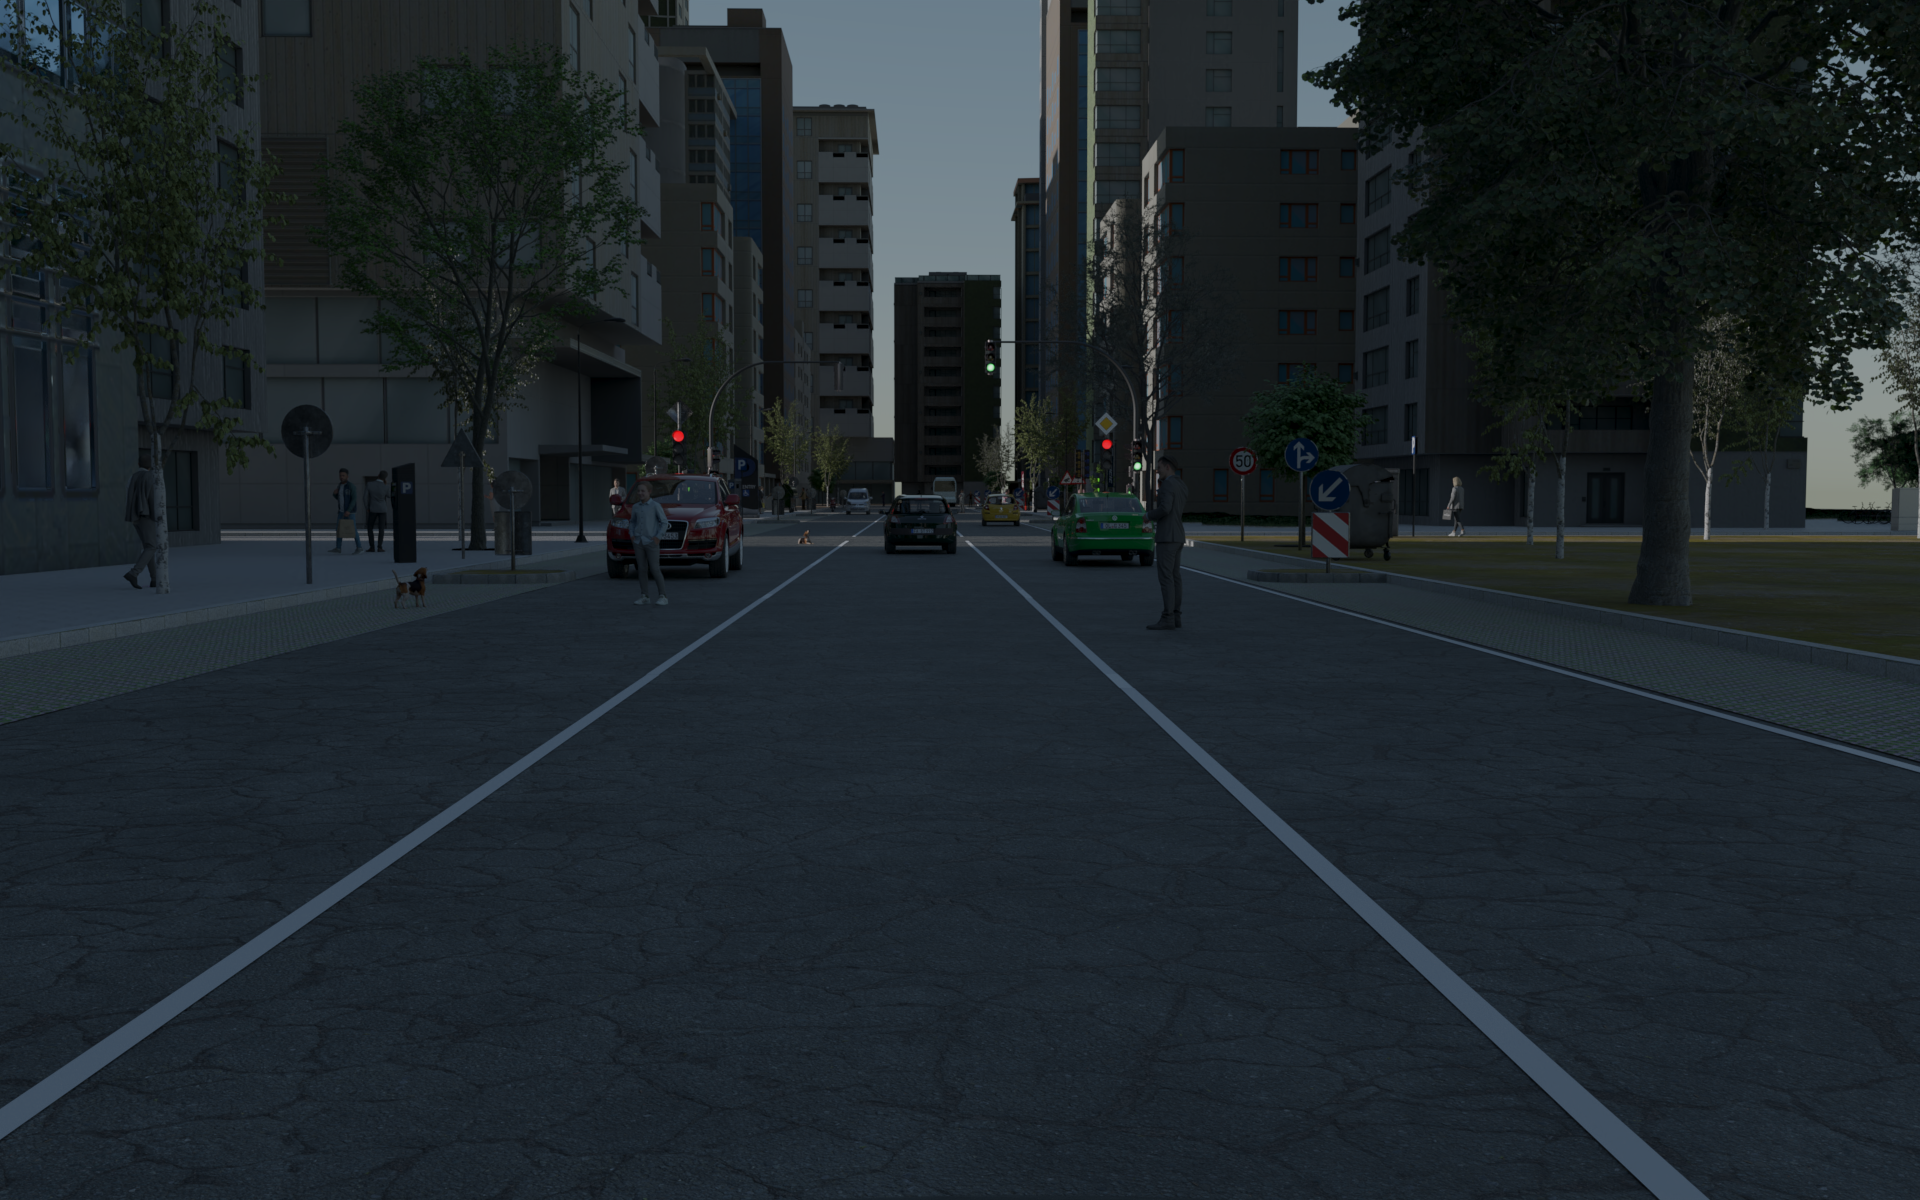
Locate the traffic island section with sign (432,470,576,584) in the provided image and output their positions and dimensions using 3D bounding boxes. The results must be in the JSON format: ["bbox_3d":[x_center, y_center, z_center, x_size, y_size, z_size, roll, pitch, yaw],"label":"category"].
[{"bbox_3d":[-7.384,-1.206,28.341,1.989,1.847,2.006,0,4,-1],"label":"traffic island section with sign"}]

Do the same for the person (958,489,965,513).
[{"bbox_3d":[0.107,-7.455,130.576,0.511,1.800,0.466,2,4,35],"label":"person"}]

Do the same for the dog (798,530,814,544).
[{"bbox_3d":[-4.393,-1.810,49.781,0.550,0.427,0.748,0,4,7],"label":"dog"}]

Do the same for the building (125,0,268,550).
[{"bbox_3d":[-24.892,-16.428,40.306,14.107,30.474,14.160,0,4,-1],"label":"building"}]

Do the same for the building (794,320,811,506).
[{"bbox_3d":[-31.962,-21.313,193.502,28.899,21.520,27.650,0,4,-1],"label":"building"}]

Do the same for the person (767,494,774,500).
[{"bbox_3d":[-14.596,-8.000,136.849,1.348,1.823,0.705,0,4,-7],"label":"person"}]

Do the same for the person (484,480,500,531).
[{"bbox_3d":[-16.284,-3.311,60.530,0.532,1.782,0.716,1,4,21],"label":"person"}]

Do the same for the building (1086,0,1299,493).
[{"bbox_3d":[16.019,-27.008,125.177,14.154,41.232,14.086,0,4,-1],"label":"building"}]

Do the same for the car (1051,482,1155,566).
[{"bbox_3d":[2.912,-1.654,35.847,1.959,1.807,4.718,0,4,-2],"label":"car"}]

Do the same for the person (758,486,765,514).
[{"bbox_3d":[-13.112,-6.346,110.016,1.509,1.804,0.699,-2,4,-26],"label":"person"}]

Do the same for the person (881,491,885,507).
[{"bbox_3d":[-8.894,-11.625,199.009,0.568,1.767,0.683,0,4,-2],"label":"person"}]

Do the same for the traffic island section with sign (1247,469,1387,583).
[{"bbox_3d":[5.832,-1.226,28.669,1.989,1.847,2.006,0,4,-1],"label":"traffic island section with sign"}]

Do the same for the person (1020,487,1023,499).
[{"bbox_3d":[4.994,-8.301,141.744,0.705,1.826,1.348,1,4,9],"label":"person"}]

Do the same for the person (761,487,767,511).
[{"bbox_3d":[-14.957,-7.666,131.161,0.755,1.850,0.659,2,4,27],"label":"person"}]

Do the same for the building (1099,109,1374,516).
[{"bbox_3d":[23.113,-15.381,96.513,27.650,21.520,28.899,0,4,-1],"label":"building"}]

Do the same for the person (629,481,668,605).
[{"bbox_3d":[-4.068,-0.744,22.473,0.589,1.601,0.330,2,4,29],"label":"person"}]

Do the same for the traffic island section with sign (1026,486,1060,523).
[{"bbox_3d":[4.394,-4.653,84.712,1.989,1.847,2.006,0,4,-1],"label":"traffic island section with sign"}]

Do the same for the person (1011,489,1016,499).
[{"bbox_3d":[5.093,-9.682,165.060,1.217,1.735,0.721,1,4,10],"label":"person"}]

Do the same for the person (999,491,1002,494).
[{"bbox_3d":[4.216,-10.482,178.893,0.415,1.643,0.593,1,4,16],"label":"person"}]

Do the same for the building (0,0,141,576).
[{"bbox_3d":[-23.962,-42.885,13.834,22.319,86.520,31.000,0,4,-1],"label":"building"}]

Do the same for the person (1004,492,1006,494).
[{"bbox_3d":[5.022,-11.044,186.486,0.709,1.838,0.599,-1,4,-10],"label":"person"}]

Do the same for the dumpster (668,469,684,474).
[{"bbox_3d":[-10.773,-3.885,66.008,1.502,2.255,1.985,0,4,-1],"label":"dumpster"}]

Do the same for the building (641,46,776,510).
[{"bbox_3d":[-32.170,-27.734,145.334,32.217,40.220,23.993,0,4,-1],"label":"building"}]

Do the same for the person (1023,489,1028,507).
[{"bbox_3d":[6.722,-10.476,177.282,0.705,1.831,1.348,-1,4,-23],"label":"person"}]

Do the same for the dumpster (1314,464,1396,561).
[{"bbox_3d":[7.719,-1.721,33.902,1.264,1.857,1.865,0,4,-1],"label":"dumpster"}]

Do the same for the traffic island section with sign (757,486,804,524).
[{"bbox_3d":[-8.819,-4.637,84.435,1.989,1.847,2.006,0,4,-1],"label":"traffic island section with sign"}]

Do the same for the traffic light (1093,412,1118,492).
[{"bbox_3d":[4.997,-4.319,59.536,0.839,4.253,0.868,0,4,-1],"label":"traffic light"}]

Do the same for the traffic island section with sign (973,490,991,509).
[{"bbox_3d":[2.437,-9.342,161.372,1.989,1.847,2.006,0,4,-1],"label":"traffic island section with sign"}]

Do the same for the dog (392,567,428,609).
[{"bbox_3d":[-6.886,-0.147,21.699,0.406,0.507,0.540,-1,4,-15],"label":"dog"}]

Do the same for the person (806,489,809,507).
[{"bbox_3d":[-14.832,-9.889,167.821,0.705,1.812,1.348,-1,4,-8],"label":"person"}]

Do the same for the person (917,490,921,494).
[{"bbox_3d":[-3.638,-8.961,155.031,1.348,1.822,0.705,0,4,1],"label":"person"}]

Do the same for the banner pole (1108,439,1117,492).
[{"bbox_3d":[6.910,-5.408,78.442,0.401,3.779,0.863,3,5,39],"label":"banner pole"}]

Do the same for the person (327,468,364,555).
[{"bbox_3d":[-12.875,-1.855,36.357,0.713,1.824,0.794,-3,5,-41],"label":"person"}]

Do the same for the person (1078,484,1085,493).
[{"bbox_3d":[6.350,-5.082,89.141,0.555,1.821,0.388,3,5,40],"label":"person"}]

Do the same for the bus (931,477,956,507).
[{"bbox_3d":[-1.807,-12.364,197.005,2.948,3.499,13.247,0,4,-1],"label":"bus"}]

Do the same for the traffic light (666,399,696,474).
[{"bbox_3d":[-8.255,-3.809,51.194,0.839,4.253,0.868,0,4,-1],"label":"traffic light"}]

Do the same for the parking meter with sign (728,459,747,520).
[{"bbox_3d":[-11.208,-5.486,85.959,0.543,3.016,1.738,1,4,21],"label":"parking meter with sign"}]

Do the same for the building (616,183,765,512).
[{"bbox_3d":[-27.691,-16.250,110.721,27.650,21.520,28.899,0,4,-1],"label":"building"}]

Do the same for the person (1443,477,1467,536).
[{"bbox_3d":[15.077,-2.839,52.641,0.709,1.800,0.728,-2,4,-35],"label":"person"}]

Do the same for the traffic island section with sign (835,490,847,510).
[{"bbox_3d":[-10.784,-9.322,161.044,1.989,1.847,2.006,0,4,-1],"label":"traffic island section with sign"}]

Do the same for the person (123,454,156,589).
[{"bbox_3d":[-11.066,-1.066,23.577,0.679,1.850,0.850,1,4,20],"label":"person"}]

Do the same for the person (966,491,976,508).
[{"bbox_3d":[1.144,-10.670,183.475,1.217,1.766,0.721,-1,4,-9],"label":"person"}]

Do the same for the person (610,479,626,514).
[{"bbox_3d":[-11.660,-3.219,58.877,0.606,1.804,0.583,0,4,6],"label":"person"}]

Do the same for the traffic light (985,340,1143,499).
[{"bbox_3d":[3.112,-4.691,51.359,4.771,5.953,1.251,0,4,-1],"label":"traffic light"}]

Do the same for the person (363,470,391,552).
[{"bbox_3d":[-12.895,-1.963,38.324,0.592,1.802,0.473,0,4,-3],"label":"person"}]

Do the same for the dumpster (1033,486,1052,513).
[{"bbox_3d":[5.709,-6.962,119.592,1.264,1.857,1.865,0,4,-1],"label":"dumpster"}]

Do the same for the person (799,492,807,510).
[{"bbox_3d":[-12.796,-8.294,142.372,0.721,1.735,1.217,3,5,42],"label":"person"}]

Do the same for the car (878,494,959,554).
[{"bbox_3d":[-1.008,-2.021,42.835,2.009,1.686,4.222,0,4,-3],"label":"car"}]

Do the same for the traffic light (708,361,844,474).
[{"bbox_3d":[-6.371,-5.174,59.265,4.771,5.953,1.251,0,4,-1],"label":"traffic light"}]

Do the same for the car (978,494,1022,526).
[{"bbox_3d":[1.830,-4.170,78.405,2.015,1.641,3.980,0,4,0],"label":"car"}]

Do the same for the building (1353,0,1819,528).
[{"bbox_3d":[24.987,-18.338,71.525,14.107,30.474,14.160,0,4,-1],"label":"building"}]

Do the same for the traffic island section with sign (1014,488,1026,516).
[{"bbox_3d":[3.682,-6.371,112.794,1.989,1.847,2.006,0,4,-1],"label":"traffic island section with sign"}]

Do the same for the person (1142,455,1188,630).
[{"bbox_3d":[2.170,-0.624,18.516,0.447,1.846,0.655,2,4,23],"label":"person"}]

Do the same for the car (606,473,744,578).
[{"bbox_3d":[-5.056,-1.377,31.186,2.281,1.827,5.304,0,4,-3],"label":"car"}]

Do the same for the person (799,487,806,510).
[{"bbox_3d":[-12.543,-8.090,138.405,0.705,1.812,1.348,1,4,11],"label":"person"}]

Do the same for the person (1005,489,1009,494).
[{"bbox_3d":[2.496,-5.230,94.854,0.643,1.720,0.563,-1,4,-22],"label":"person"}]

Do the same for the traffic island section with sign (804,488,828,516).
[{"bbox_3d":[-9.522,-6.303,111.681,1.989,1.847,2.006,0,4,-1],"label":"traffic island section with sign"}]

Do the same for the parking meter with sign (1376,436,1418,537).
[{"bbox_3d":[12.859,-3.424,52.250,1.738,3.016,0.543,0,4,6],"label":"parking meter with sign"}]

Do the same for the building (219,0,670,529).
[{"bbox_3d":[-27.879,-29.626,73.621,28.713,52.752,27.495,0,4,-1],"label":"building"}]
